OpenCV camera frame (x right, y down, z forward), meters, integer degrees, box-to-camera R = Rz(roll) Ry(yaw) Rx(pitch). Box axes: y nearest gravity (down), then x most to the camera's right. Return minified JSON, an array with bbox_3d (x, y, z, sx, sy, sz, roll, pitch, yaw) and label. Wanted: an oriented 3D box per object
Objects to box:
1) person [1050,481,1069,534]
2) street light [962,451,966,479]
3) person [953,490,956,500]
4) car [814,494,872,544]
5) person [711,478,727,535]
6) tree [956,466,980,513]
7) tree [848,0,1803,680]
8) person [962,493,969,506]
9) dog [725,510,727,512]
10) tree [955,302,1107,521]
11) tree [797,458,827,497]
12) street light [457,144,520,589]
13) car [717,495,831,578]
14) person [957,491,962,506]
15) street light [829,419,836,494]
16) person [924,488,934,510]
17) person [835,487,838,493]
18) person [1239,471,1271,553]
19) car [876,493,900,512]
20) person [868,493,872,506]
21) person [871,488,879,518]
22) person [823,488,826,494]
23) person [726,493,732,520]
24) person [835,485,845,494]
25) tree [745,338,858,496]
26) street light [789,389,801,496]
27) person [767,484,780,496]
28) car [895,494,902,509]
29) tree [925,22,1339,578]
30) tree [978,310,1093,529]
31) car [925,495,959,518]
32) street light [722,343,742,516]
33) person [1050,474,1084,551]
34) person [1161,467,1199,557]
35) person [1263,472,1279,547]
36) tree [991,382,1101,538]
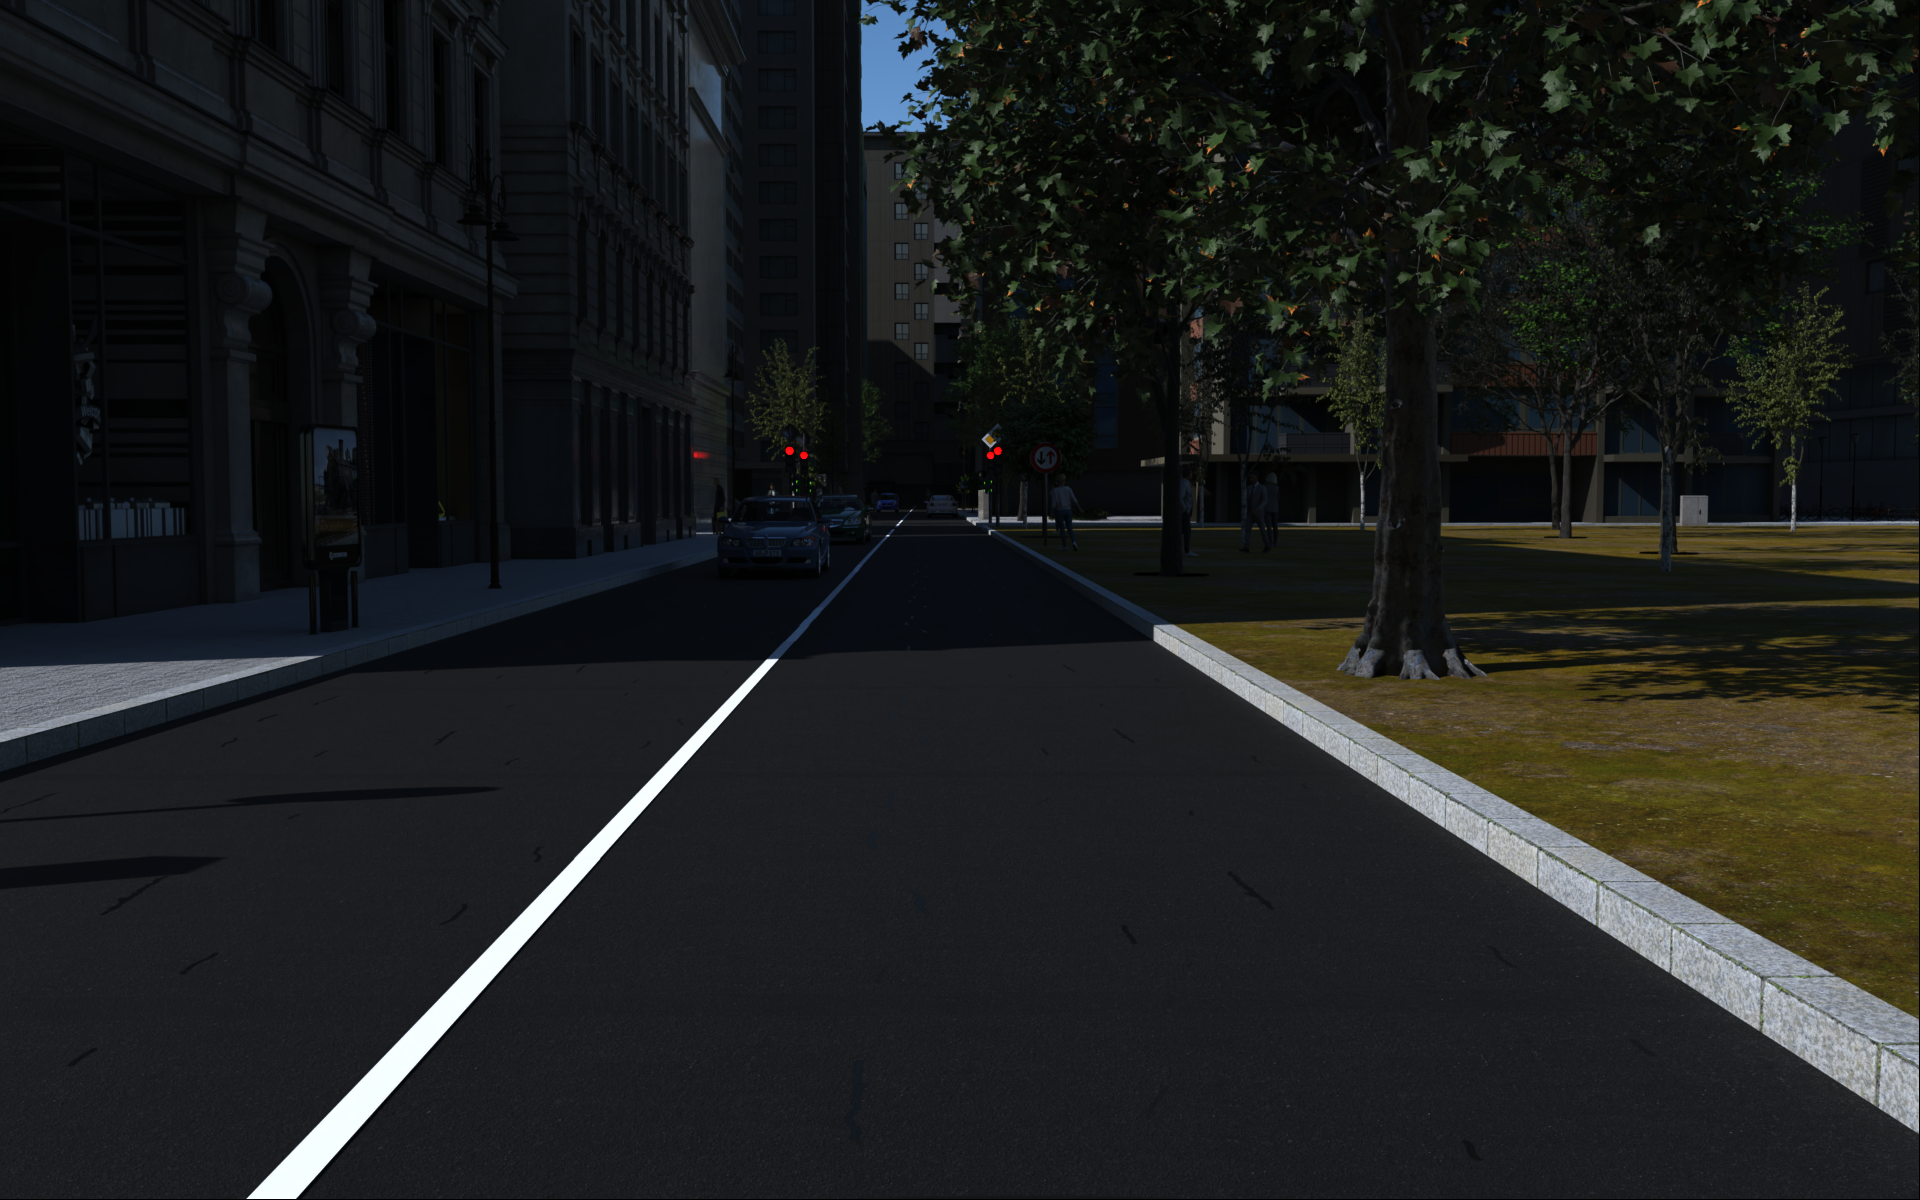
[{"bbox_3d":[3.278,-3.024,56.073,0.593,1.750,0.643,-2,4,-29],"label":"person"},{"bbox_3d":[0.362,-10.911,151.180,0.468,5.910,1.993,0,4,-1],"label":"street light"},{"bbox_3d":[-0.592,-11.408,193.277,0.721,1.735,1.217,-1,4,-14],"label":"person"},{"bbox_3d":[-3.599,-2.393,50.919,2.131,1.459,4.920,0,4,1],"label":"car"},{"bbox_3d":[-7.635,-2.988,55.107,0.699,1.804,1.509,0,4,1],"label":"person"},{"bbox_3d":[1.072,-7.599,118.847,1.663,3.219,1.824,0,3,0],"label":"tree"},{"bbox_3d":[3.186,-5.823,12.214,9.611,12.733,9.660,0,3,0],"label":"tree"},{"bbox_3d":[0.535,-11.225,190.511,0.756,1.711,0.436,3,4,36],"label":"person"},{"bbox_3d":[-10.749,-3.916,78.413,0.513,0.831,0.800,2,4,28],"label":"dog"},{"bbox_3d":[3.181,-9.028,82.013,7.601,10.594,8.767,1,4,22],"label":"tree"},{"bbox_3d":[-7.780,-5.981,92.384,1.663,3.219,1.824,0,3,0],"label":"tree"},{"bbox_3d":[-6.322,-3.094,23.369,0.468,5.910,1.993,0,4,-1],"label":"street light"},{"bbox_3d":[-3.290,-1.170,31.132,2.014,1.417,4.499,0,4,-1],"label":"car"},{"bbox_3d":[-0.058,-10.664,180.852,0.683,1.767,0.568,1,4,17],"label":"person"},{"bbox_3d":[-7.853,-8.190,106.688,0.468,5.910,1.993,0,4,-1],"label":"street light"},{"bbox_3d":[-2.028,-6.362,112.427,0.656,1.842,0.836,-1,4,-11],"label":"person"},{"bbox_3d":[-8.095,-6.548,113.516,0.576,1.772,0.534,3,5,43],"label":"person"},{"bbox_3d":[6.466,-1.926,37.812,0.850,1.792,0.678,-3,4,-39],"label":"person"},{"bbox_3d":[-5.734,-7.811,137.301,1.945,1.707,3.694,0,3,0],"label":"car"},{"bbox_3d":[-9.284,-10.440,180.001,0.557,1.426,1.065,-2,4,-28],"label":"person"},{"bbox_3d":[-5.091,-5.865,104.589,0.606,1.804,0.583,3,4,36],"label":"person"},{"bbox_3d":[-8.856,-6.386,111.045,0.643,1.750,0.593,0,4,1],"label":"person"},{"bbox_3d":[-11.589,-4.834,85.254,0.728,1.800,0.709,1,4,17],"label":"person"},{"bbox_3d":[-4.516,-3.401,64.447,0.599,1.781,0.374,0,4,-6],"label":"person"},{"bbox_3d":[-7.864,-7.994,81.067,4.737,8.622,4.395,0,3,0],"label":"tree"},{"bbox_3d":[-7.295,-6.350,76.617,0.468,5.910,1.993,0,4,-1],"label":"street light"},{"bbox_3d":[-8.897,-4.673,82.790,0.623,1.781,0.721,-1,4,-10],"label":"person"},{"bbox_3d":[-6.721,-9.836,169.855,2.155,1.783,4.494,0,4,-1],"label":"car"},{"bbox_3d":[3.146,-6.179,26.779,9.928,11.665,9.643,0,3,0],"label":"tree"},{"bbox_3d":[2.512,-6.890,63.022,4.737,8.622,4.395,0,3,0],"label":"tree"},{"bbox_3d":[-1.097,-5.690,105.396,2.083,1.381,4.827,0,4,-2],"label":"car"},{"bbox_3d":[-6.942,-4.908,53.032,0.468,5.910,1.993,0,4,-1],"label":"street light"},{"bbox_3d":[2.466,-1.979,39.078,0.731,1.740,0.598,-2,4,-26],"label":"person"},{"bbox_3d":[4.536,-1.822,35.687,0.795,1.843,0.661,1,4,12],"label":"person"},{"bbox_3d":[7.442,-2.176,41.808,0.537,1.800,0.526,-1,4,-10],"label":"person"},{"bbox_3d":[2.556,-4.124,51.137,4.285,4.588,4.351,0,3,0],"label":"tree"}]
